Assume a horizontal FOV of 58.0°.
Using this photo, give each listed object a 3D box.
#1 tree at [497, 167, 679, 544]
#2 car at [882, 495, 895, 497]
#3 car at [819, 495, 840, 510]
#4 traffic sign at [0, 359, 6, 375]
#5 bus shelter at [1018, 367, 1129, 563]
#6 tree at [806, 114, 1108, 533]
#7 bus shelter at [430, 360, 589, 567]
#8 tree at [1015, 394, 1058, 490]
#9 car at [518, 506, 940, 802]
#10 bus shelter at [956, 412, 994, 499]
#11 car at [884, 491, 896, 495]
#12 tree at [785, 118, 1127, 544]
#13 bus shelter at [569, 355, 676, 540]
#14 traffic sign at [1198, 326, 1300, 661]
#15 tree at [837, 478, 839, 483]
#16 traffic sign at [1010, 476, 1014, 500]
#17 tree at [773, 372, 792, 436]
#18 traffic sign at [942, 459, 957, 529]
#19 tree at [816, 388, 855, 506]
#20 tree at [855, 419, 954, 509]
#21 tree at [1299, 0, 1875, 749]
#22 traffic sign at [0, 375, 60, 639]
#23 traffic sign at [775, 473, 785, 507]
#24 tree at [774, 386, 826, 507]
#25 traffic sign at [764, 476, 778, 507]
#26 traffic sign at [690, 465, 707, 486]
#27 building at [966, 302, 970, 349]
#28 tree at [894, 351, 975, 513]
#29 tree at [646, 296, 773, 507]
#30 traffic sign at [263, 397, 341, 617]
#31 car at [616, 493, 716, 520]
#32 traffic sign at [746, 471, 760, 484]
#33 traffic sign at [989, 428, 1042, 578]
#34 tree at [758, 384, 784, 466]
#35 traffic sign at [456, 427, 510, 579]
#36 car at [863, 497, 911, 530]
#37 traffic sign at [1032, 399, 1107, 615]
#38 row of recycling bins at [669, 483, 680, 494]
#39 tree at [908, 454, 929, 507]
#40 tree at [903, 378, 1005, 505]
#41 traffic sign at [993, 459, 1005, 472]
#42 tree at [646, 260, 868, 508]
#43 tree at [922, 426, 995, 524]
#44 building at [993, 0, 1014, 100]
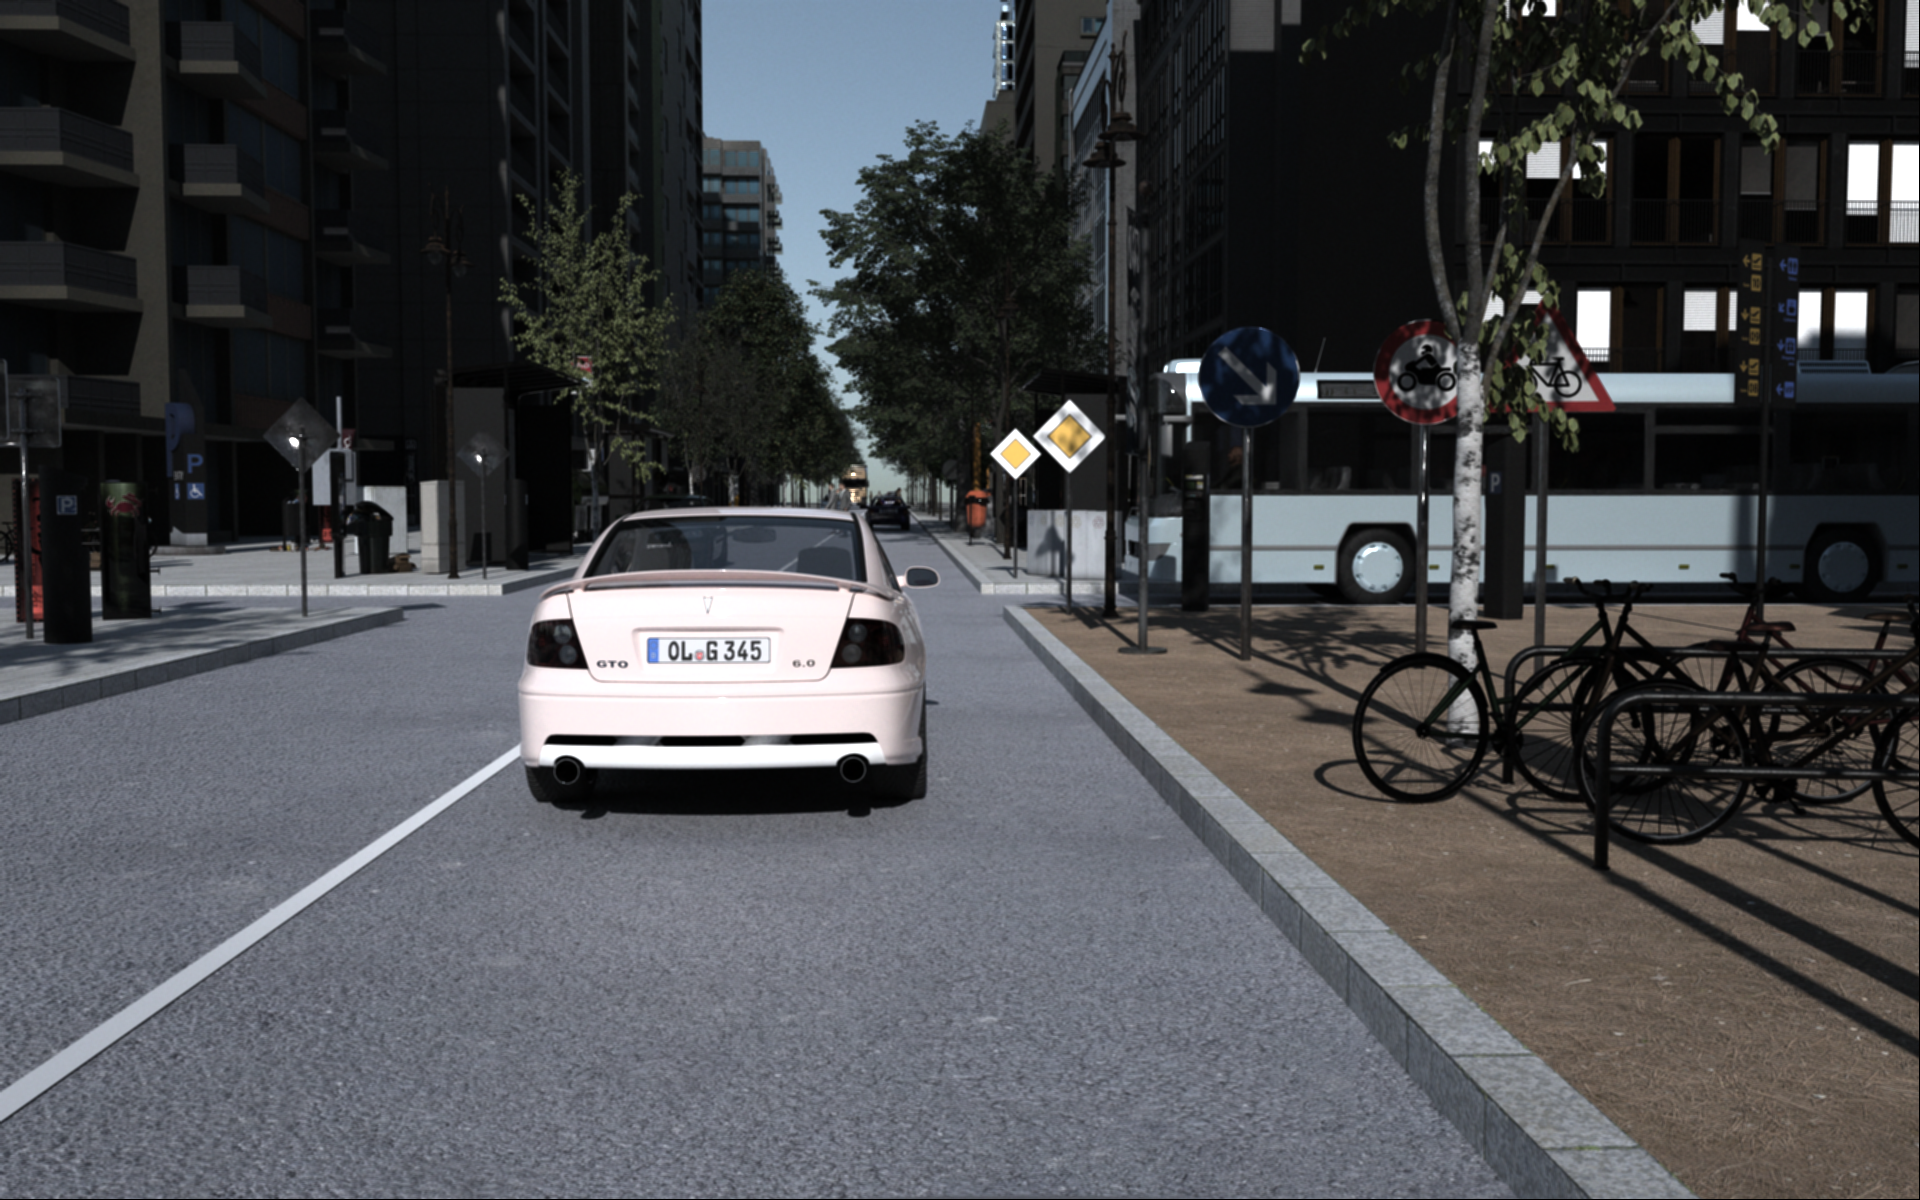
[{"bbox_3d":[-8.286,-5.431,39.156,4.737,8.622,4.395,0,3,0],"label":"tree"},{"bbox_3d":[-5.640,-7.701,138.499,1.945,1.354,3.894,0,4,-3],"label":"car"},{"bbox_3d":[-8.939,-6.772,122.729,2.014,1.417,4.499,0,4,-1],"label":"car"},{"bbox_3d":[-7.538,-0.677,13.198,0.606,2.300,0.079,0,4,5],"label":"traffic sign"},{"bbox_3d":[2.261,-2.688,35.230,1.731,3.624,6.357,0,4,-2],"label":"bus shelter"},{"bbox_3d":[0.007,-9.230,57.567,9.857,13.997,8.962,0,3,0],"label":"tree"},{"bbox_3d":[-8.534,-2.574,33.371,1.731,3.624,6.357,0,4,-2],"label":"bus shelter"},{"bbox_3d":[3.964,-9.025,97.929,4.360,8.622,3.978,0,3,0],"label":"tree"},{"bbox_3d":[-1.136,0.177,9.474,2.083,1.381,4.827,0,4,-2],"label":"car"},{"bbox_3d":[0.718,-6.413,82.479,2.179,5.291,8.768,0,4,-2],"label":"bus shelter"},{"bbox_3d":[-9.611,-14.517,246.022,2.281,1.827,5.304,0,4,-3],"label":"car"},{"bbox_3d":[0.734,-6.707,44.066,7.601,10.594,8.767,-2,4,-27],"label":"tree"},{"bbox_3d":[-10.321,-4.601,52.864,2.179,5.291,8.768,0,4,-2],"label":"bus shelter"},{"bbox_3d":[2.205,-0.806,13.286,0.768,2.556,0.104,0,4,7],"label":"traffic sign"},{"bbox_3d":[-16.297,-17.733,240.288,4.360,8.622,3.978,0,3,0],"label":"tree"},{"bbox_3d":[1.921,-3.993,65.398,0.768,2.556,0.104,0,4,4],"label":"traffic sign"},{"bbox_3d":[-9.297,-7.406,71.448,4.360,8.622,3.978,0,3,0],"label":"tree"},{"bbox_3d":[-0.290,-3.880,63.540,0.768,2.556,0.104,0,4,3],"label":"traffic sign"},{"bbox_3d":[-15.242,-17.255,192.494,12.009,13.543,11.850,0,3,0],"label":"tree"},{"bbox_3d":[-2.594,-14.734,151.271,12.009,13.543,11.850,0,3,0],"label":"tree"},{"bbox_3d":[2.789,-3.556,8.509,4.737,8.622,4.395,0,3,0],"label":"tree"},{"bbox_3d":[-8.234,-0.804,15.272,0.606,2.300,0.079,0,4,-2],"label":"traffic sign"},{"bbox_3d":[-10.263,-5.968,97.680,0.768,2.556,0.104,0,4,2],"label":"traffic sign"},{"bbox_3d":[-10.684,-9.586,107.097,4.737,8.622,4.395,0,3,0],"label":"tree"},{"bbox_3d":[-10.577,-5.923,96.946,0.768,2.556,0.104,0,4,-1],"label":"traffic sign"},{"bbox_3d":[-11.484,-4.639,75.949,0.768,2.556,0.104,0,4,-1],"label":"traffic sign"},{"bbox_3d":[7.429,-29.505,254.109,14.160,30.474,14.107,0,4,-2],"label":"building"},{"bbox_3d":[-1.770,-11.649,116.215,9.928,11.665,9.643,0,3,0],"label":"tree"},{"bbox_3d":[-9.901,-6.983,64.534,4.360,8.622,3.978,0,3,0],"label":"tree"},{"bbox_3d":[-6.837,-0.879,18.019,0.795,2.450,0.064,0,4,-2],"label":"traffic sign"},{"bbox_3d":[-5.469,-1.423,33.057,2.009,1.686,4.222,0,4,-1],"label":"car"},{"bbox_3d":[-11.038,-5.650,92.476,0.768,2.556,0.104,0,4,2],"label":"traffic sign"},{"bbox_3d":[0.840,-1.385,26.289,0.795,2.450,0.064,0,4,-2],"label":"traffic sign"},{"bbox_3d":[-12.534,-11.998,130.584,8.767,10.594,7.601,0,4,2],"label":"tree"},{"bbox_3d":[-7.149,-1.367,25.998,0.795,2.450,0.064,0,4,-2],"label":"traffic sign"},{"bbox_3d":[-2.939,-3.502,69.843,1.945,1.354,3.894,0,4,-4],"label":"car"},{"bbox_3d":[1.152,-0.897,18.309,0.795,2.450,0.064,0,4,-2],"label":"traffic sign"},{"bbox_3d":[-10.730,-3.328,61.528,1.069,1.692,3.534,0,4,7],"label":"row of recycling bins"},{"bbox_3d":[-3.348,-13.589,172.547,4.737,8.622,4.395,0,3,0],"label":"tree"},{"bbox_3d":[-0.251,-8.511,89.510,4.360,8.622,3.978,0,3,0],"label":"tree"},{"bbox_3d":[1.381,-3.159,51.764,0.768,2.556,0.104,0,4,7],"label":"traffic sign"},{"bbox_3d":[-10.168,-10.268,84.885,9.611,12.733,9.660,0,3,0],"label":"tree"},{"bbox_3d":[0.072,-5.586,75.046,4.285,4.588,4.351,0,3,0],"label":"tree"},{"bbox_3d":[13.221,-56.112,230.094,22.319,86.520,31.000,0,4,-2],"label":"building"}]
